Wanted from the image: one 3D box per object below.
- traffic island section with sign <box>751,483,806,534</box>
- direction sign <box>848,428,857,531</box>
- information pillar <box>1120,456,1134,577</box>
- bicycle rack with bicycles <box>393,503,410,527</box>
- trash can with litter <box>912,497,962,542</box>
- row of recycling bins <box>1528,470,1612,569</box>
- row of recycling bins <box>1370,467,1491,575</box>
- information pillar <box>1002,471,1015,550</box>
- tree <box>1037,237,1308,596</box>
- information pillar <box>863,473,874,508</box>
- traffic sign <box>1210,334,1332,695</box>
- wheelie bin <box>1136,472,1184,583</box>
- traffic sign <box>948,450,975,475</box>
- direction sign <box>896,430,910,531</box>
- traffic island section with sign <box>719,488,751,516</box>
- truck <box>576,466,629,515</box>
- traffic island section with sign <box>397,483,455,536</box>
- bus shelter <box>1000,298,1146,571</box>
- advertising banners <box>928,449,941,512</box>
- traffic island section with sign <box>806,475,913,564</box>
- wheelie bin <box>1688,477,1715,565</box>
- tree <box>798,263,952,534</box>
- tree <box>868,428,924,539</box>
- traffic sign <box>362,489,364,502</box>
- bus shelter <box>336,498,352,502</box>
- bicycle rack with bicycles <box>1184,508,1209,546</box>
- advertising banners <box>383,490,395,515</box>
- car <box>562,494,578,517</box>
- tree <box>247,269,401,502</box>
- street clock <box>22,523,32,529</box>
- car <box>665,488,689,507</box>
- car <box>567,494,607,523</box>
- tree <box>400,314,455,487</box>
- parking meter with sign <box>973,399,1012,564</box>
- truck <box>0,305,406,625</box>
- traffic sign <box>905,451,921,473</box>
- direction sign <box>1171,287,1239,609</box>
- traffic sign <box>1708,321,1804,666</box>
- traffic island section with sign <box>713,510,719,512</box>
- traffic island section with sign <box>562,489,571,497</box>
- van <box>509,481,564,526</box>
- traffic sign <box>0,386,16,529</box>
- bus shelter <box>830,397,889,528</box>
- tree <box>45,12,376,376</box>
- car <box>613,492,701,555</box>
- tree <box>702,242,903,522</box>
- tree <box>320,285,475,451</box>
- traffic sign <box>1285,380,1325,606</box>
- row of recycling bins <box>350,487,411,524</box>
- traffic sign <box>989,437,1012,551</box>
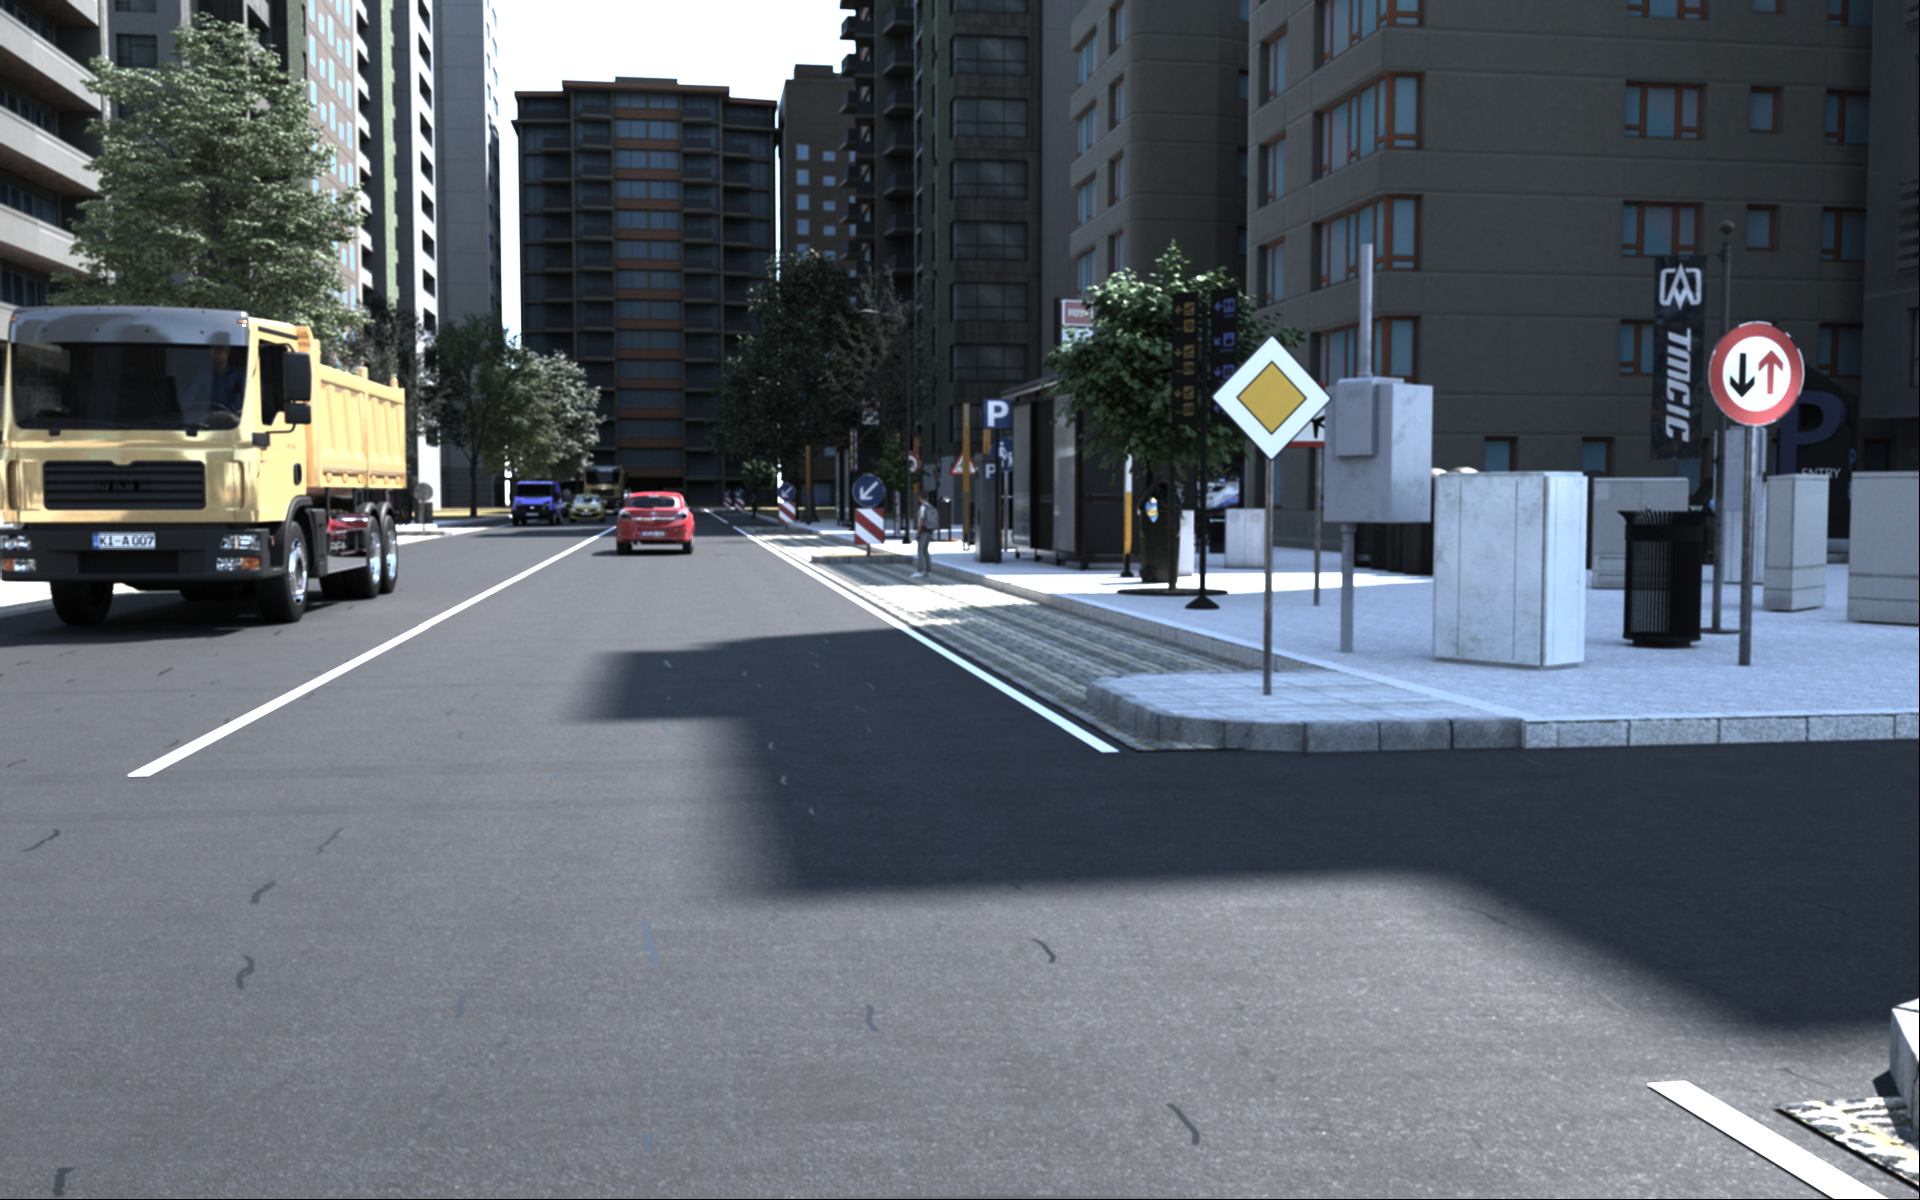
[{"bbox_3d":[-6.455,-3.328,63.034,1.989,1.847,2.006,-1,4,-9],"label":"traffic island section with sign"},{"bbox_3d":[-3.680,-4.147,59.802,0.379,3.537,0.876,1,4,12],"label":"direction sign"},{"bbox_3d":[2.594,-2.164,26.730,0.183,3.616,0.504,0,4,2],"label":"information pillar"},{"bbox_3d":[-23.045,-3.355,68.235,2.852,0.926,2.925,-2,4,-23],"label":"bicycle rack with bicycles"},{"bbox_3d":[-0.561,-2.179,46.677,1.678,1.210,2.233,-3,4,-36],"label":"trash can with litter"},{"bbox_3d":[9.655,-1.421,30.339,3.534,1.692,1.069,2,4,25],"label":"row of recycling bins"},{"bbox_3d":[7.557,-1.283,28.084,1.069,1.692,3.534,0,4,-7],"label":"row of recycling bins"},{"bbox_3d":[1.099,-2.181,40.156,0.304,2.012,0.304,-3,5,-42],"label":"information pillar"},{"bbox_3d":[2.723,-2.367,22.415,4.285,4.588,4.351,0,3,0],"label":"tree"},{"bbox_3d":[-3.251,-3.482,61.416,0.304,2.012,0.304,1,4,14],"label":"information pillar"},{"bbox_3d":[1.960,-0.450,10.999,0.795,2.450,0.064,-1,4,-9],"label":"traffic sign"},{"bbox_3d":[2.923,-1.060,25.244,0.693,1.594,0.980,0,4,4],"label":"wheelie bin"},{"bbox_3d":[0.118,-2.951,48.257,0.884,2.594,0.081,0,4,-4],"label":"traffic sign"},{"bbox_3d":[-2.048,-4.217,60.940,0.379,3.537,0.876,3,4,36],"label":"direction sign"},{"bbox_3d":[-14.432,-6.336,112.224,1.989,1.847,2.006,-1,4,-9],"label":"traffic island section with sign"},{"bbox_3d":[-24.758,-7.622,120.545,3.469,3.379,9.791,-1,4,-10],"label":"truck"},{"bbox_3d":[-18.584,-3.141,59.991,1.989,1.847,2.006,-1,4,-9],"label":"traffic island section with sign"},{"bbox_3d":[2.122,-3.398,33.181,2.179,5.291,8.768,-1,4,-9],"label":"bus shelter"},{"bbox_3d":[-0.996,-4.370,67.633,0.090,3.025,2.074,-1,4,-14],"label":"advertising banners"},{"bbox_3d":[-2.088,-1.682,36.128,1.989,1.847,2.006,-1,4,-9],"label":"traffic island section with sign"},{"bbox_3d":[13.751,-1.452,31.641,0.693,1.594,0.980,0,4,-1],"label":"wheelie bin"},{"bbox_3d":[-2.103,-6.376,54.618,4.360,8.622,3.978,0,3,0],"label":"tree"},{"bbox_3d":[-1.787,-3.411,50.365,1.663,3.219,1.824,0,3,0],"label":"tree"},{"bbox_3d":[-25.098,-4.450,72.766,0.884,2.594,0.081,0,4,-1],"label":"traffic sign"},{"bbox_3d":[-23.271,-4.400,63.222,1.731,3.624,6.357,-1,4,-9],"label":"bus shelter"},{"bbox_3d":[5.824,-1.839,43.446,2.925,0.926,2.852,1,4,19],"label":"bicycle rack with bicycles"},{"bbox_3d":[-21.343,-4.204,64.927,0.090,3.025,2.074,0,4,-5],"label":"advertising banners"},{"bbox_3d":[-24.078,-6.031,108.397,2.009,1.686,4.222,0,4,-7],"label":"car"},{"bbox_3d":[-20.675,-6.373,54.555,4.360,8.622,3.978,0,3,0],"label":"tree"},{"bbox_3d":[-15.807,-1.518,29.391,0.471,2.002,0.358,0,4,-1],"label":"street clock"},{"bbox_3d":[-19.086,-6.479,114.609,2.281,1.827,5.304,-1,4,-11],"label":"car"},{"bbox_3d":[-18.918,-4.755,87.965,2.015,1.641,3.980,-1,4,-10],"label":"car"},{"bbox_3d":[-22.910,-7.317,69.988,4.360,8.622,3.978,0,3,0],"label":"tree"},{"bbox_3d":[0.555,-2.222,32.597,0.543,3.016,1.738,-1,4,-9],"label":"parking meter with sign"},{"bbox_3d":[-8.917,-1.547,21.221,3.469,3.379,9.791,-1,4,-8],"label":"truck"},{"bbox_3d":[-1.550,-3.152,51.638,0.768,2.556,0.104,0,4,-1],"label":"traffic sign"},{"bbox_3d":[2.719,-1.672,19.329,0.876,3.537,0.379,3,5,44],"label":"direction sign"},{"bbox_3d":[5.878,-0.782,12.898,0.768,2.556,0.104,-1,4,-9],"label":"traffic sign"},{"bbox_3d":[-18.758,-7.964,138.831,1.989,1.847,2.006,-1,4,-9],"label":"traffic island section with sign"},{"bbox_3d":[-31.150,-7.878,137.430,1.989,1.847,2.006,-1,4,-9],"label":"traffic island section with sign"},{"bbox_3d":[-19.547,-4.633,80.135,2.240,2.365,5.245,-1,4,-8],"label":"van"},{"bbox_3d":[-18.221,-2.376,32.716,2.265,3.308,0.079,0,4,-3],"label":"traffic sign"},{"bbox_3d":[-3.983,-5.600,69.189,2.179,5.291,8.768,-1,4,-9],"label":"bus shelter"},{"bbox_3d":[-17.584,-7.538,41.381,7.486,12.596,7.792,0,3,0],"label":"tree"},{"bbox_3d":[-7.474,-2.055,42.637,2.155,1.783,4.494,0,4,-8],"label":"car"},{"bbox_3d":[-7.015,-9.921,79.221,9.611,12.733,9.660,0,3,0],"label":"tree"},{"bbox_3d":[-25.378,-8.776,77.892,7.601,10.594,8.767,0,4,1],"label":"tree"},{"bbox_3d":[4.098,-1.213,19.831,0.884,2.594,0.081,0,3,0],"label":"traffic sign"},{"bbox_3d":[-25.438,-4.109,74.297,3.534,1.692,1.069,-1,4,-23],"label":"row of recycling bins"},{"bbox_3d":[1.025,-2.374,38.916,0.768,2.556,0.104,0,4,-3],"label":"traffic sign"}]
